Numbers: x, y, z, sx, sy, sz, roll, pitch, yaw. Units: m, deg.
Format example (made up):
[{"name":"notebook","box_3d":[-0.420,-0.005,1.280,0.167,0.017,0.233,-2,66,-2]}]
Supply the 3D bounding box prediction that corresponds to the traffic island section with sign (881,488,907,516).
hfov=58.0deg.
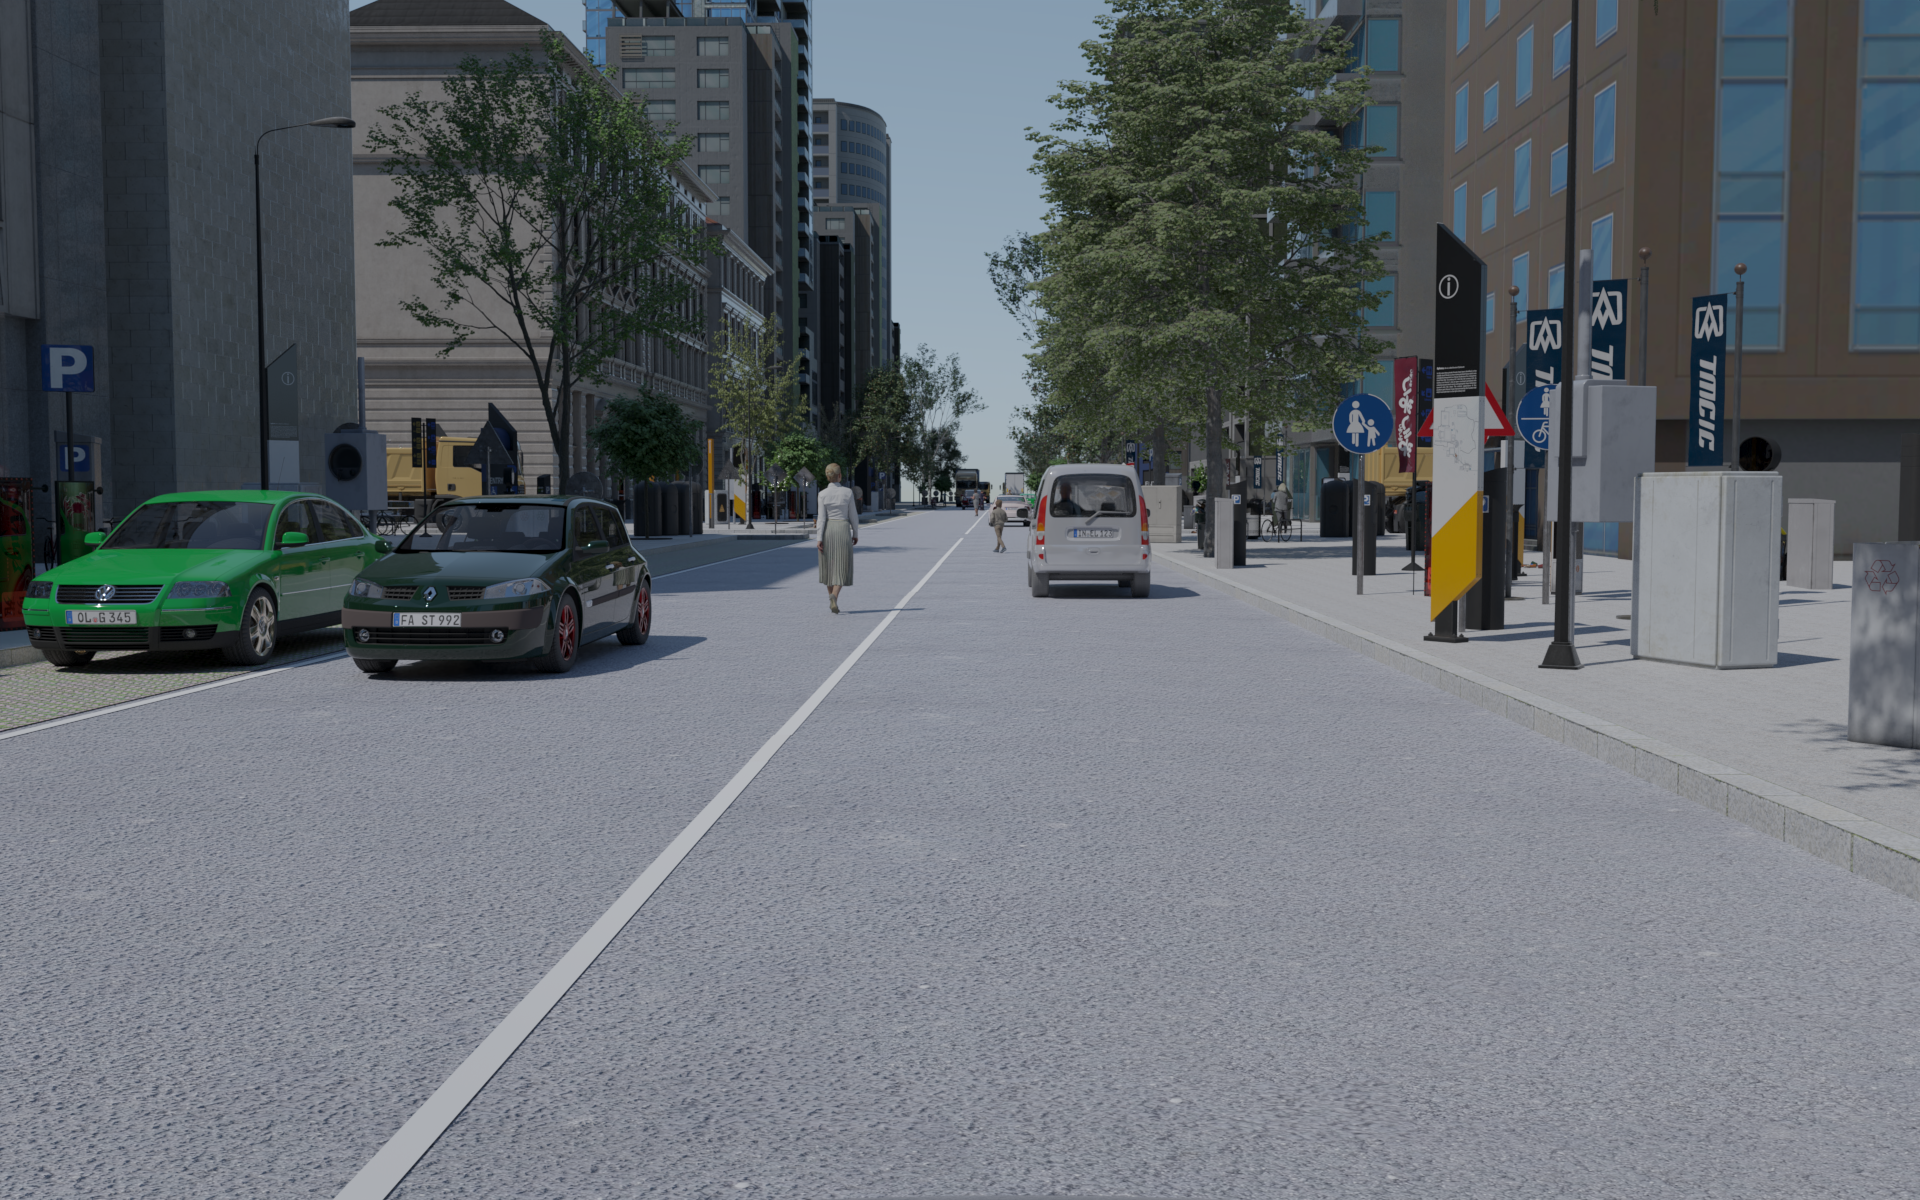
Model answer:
[{"name":"traffic island section with sign","box_3d":[-4.472,-6.383,112.989,1.989,1.847,2.006,0,4,1]}]

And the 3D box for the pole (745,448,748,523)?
[{"name":"pole","box_3d":[-9.591,-5.109,77.379,0.158,3.312,0.155,0,3,0]}]

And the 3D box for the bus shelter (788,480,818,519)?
[{"name":"bus shelter","box_3d":[-8.058,-5.995,91.934,2.014,3.302,5.546,0,4,1]}]

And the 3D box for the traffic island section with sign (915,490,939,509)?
[{"name":"traffic island section with sign","box_3d":[-3.236,-9.430,162.804,1.989,1.847,2.006,0,4,1]}]

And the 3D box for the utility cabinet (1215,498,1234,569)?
[{"name":"utility cabinet","box_3d":[4.604,-1.161,30.142,0.306,1.237,1.020,0,4,6]}]

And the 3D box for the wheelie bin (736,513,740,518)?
[{"name":"wheelie bin","box_3d":[-11.659,-5.145,92.029,0.980,1.594,0.693,0,4,-2]}]

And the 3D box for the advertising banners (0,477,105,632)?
[{"name":"advertising banners","box_3d":[-8.872,-1.225,16.212,0.090,3.025,2.074,1,4,19]}]

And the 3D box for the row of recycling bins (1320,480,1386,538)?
[{"name":"row of recycling bins","box_3d":[11.952,-2.771,52.425,1.069,1.692,3.534,3,4,37]}]

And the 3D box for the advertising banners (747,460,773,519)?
[{"name":"advertising banners","box_3d":[-10.308,-5.613,87.955,2.074,3.025,0.090,1,4,22]}]

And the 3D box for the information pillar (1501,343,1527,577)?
[{"name":"information pillar","box_3d":[8.579,-2.170,26.827,0.504,3.616,0.183,-2,4,-32]}]

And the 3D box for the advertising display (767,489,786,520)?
[{"name":"advertising display","box_3d":[-9.251,-5.016,87.228,0.974,1.923,0.123,0,4,0]}]

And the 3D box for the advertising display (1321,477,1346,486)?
[{"name":"advertising display","box_3d":[14.364,-3.757,66.640,0.974,1.923,0.123,-1,4,-13]}]

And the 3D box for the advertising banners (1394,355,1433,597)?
[{"name":"advertising banners","box_3d":[5.928,-1.542,21.407,0.090,3.025,2.074,-1,4,-19]}]

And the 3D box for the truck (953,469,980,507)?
[{"name":"truck","box_3d":[0.836,-12.467,192.753,2.839,4.237,11.283,0,4,2]}]

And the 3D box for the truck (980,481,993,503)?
[{"name":"truck","box_3d":[3.353,-16.607,267.449,3.469,3.379,9.791,0,4,2]}]

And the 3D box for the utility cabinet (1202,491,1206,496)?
[{"name":"utility cabinet","box_3d":[16.555,-6.623,116.967,0.318,1.500,1.173,0,4,-3]}]

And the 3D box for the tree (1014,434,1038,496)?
[{"name":"tree","box_3d":[11.998,-21.103,270.782,9.928,11.665,9.643,0,3,0]}]

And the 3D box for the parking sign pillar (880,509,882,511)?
[{"name":"parking sign pillar","box_3d":[-6.497,-8.547,128.210,1.447,3.967,1.447,0,4,-7]}]

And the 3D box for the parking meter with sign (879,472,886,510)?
[{"name":"parking meter with sign","box_3d":[-6.276,-8.657,137.807,0.543,3.016,1.738,0,4,3]}]

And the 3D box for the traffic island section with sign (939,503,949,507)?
[{"name":"traffic island section with sign","box_3d":[-2.559,-11.101,190.121,1.989,1.847,2.006,0,4,1]}]

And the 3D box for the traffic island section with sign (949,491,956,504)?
[{"name":"traffic island section with sign","box_3d":[-1.205,-14.462,245.074,1.989,1.847,2.006,0,4,1]}]

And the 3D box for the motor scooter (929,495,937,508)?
[{"name":"motor scooter","box_3d":[-2.718,-9.962,175.650,0.815,1.314,1.986,0,4,3]}]

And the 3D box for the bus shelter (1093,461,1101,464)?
[{"name":"bus shelter","box_3d":[7.382,-6.521,100.546,2.014,3.302,5.546,0,4,2]}]

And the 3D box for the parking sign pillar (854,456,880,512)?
[{"name":"parking sign pillar","box_3d":[-6.874,-8.193,122.431,1.447,3.967,1.447,3,5,42]}]

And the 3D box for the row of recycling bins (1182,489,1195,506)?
[{"name":"row of recycling bins","box_3d":[15.353,-7.165,124.255,3.534,1.692,1.069,-1,4,-15]}]

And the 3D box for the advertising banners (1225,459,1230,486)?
[{"name":"advertising banners","box_3d":[13.669,-5.505,86.201,0.090,3.025,2.074,3,4,36]}]

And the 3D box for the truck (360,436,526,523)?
[{"name":"truck","box_3d":[-19.003,-3.857,58.979,9.791,3.379,3.469,0,4,2]}]

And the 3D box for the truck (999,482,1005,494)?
[{"name":"truck","box_3d":[8.227,-17.498,282.014,3.469,3.379,9.791,0,3,0]}]

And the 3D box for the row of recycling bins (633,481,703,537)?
[{"name":"row of recycling bins","box_3d":[-9.014,-2.862,53.908,1.069,1.692,3.534,1,4,19]}]

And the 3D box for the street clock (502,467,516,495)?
[{"name":"street clock","box_3d":[-12.138,-2.574,46.650,0.358,2.002,0.471,0,4,-5]}]

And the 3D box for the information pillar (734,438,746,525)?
[{"name":"information pillar","box_3d":[-9.194,-4.955,72.374,0.504,3.616,0.183,0,4,-6]}]

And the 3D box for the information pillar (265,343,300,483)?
[{"name":"information pillar","box_3d":[-10.467,-2.169,26.822,0.183,3.616,0.504,3,5,44]}]

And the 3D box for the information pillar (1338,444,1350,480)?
[{"name":"information pillar","box_3d":[15.131,-4.702,68.224,0.504,3.616,0.183,-1,4,-19]}]

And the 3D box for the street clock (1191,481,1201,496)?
[{"name":"street clock","box_3d":[12.758,-5.449,93.659,0.471,2.002,0.358,-1,4,-12]}]

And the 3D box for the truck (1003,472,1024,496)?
[{"name":"truck","box_3d":[7.132,-14.637,228.226,2.839,4.237,11.283,0,4,1]}]

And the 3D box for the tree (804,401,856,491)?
[{"name":"tree","box_3d":[-10.334,-11.390,136.595,4.360,8.622,3.978,0,3,0]}]

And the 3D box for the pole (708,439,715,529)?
[{"name":"pole","box_3d":[-9.219,-4.303,64.194,0.158,3.312,0.155,0,3,0]}]

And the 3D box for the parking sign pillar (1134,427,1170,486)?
[{"name":"parking sign pillar","box_3d":[7.338,-4.763,66.340,1.447,3.967,1.447,2,4,26]}]

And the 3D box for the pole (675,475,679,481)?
[{"name":"pole","box_3d":[-14.645,-5.862,89.692,0.158,3.312,0.155,0,3,0]}]

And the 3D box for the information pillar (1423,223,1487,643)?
[{"name":"information pillar","box_3d":[4.273,-1.439,14.883,0.183,3.616,0.504,-3,4,-36]}]

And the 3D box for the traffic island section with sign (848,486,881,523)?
[{"name":"traffic island section with sign","box_3d":[-5.135,-4.735,86.042,1.989,1.847,2.006,0,4,1]}]

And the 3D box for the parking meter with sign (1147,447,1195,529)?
[{"name":"parking meter with sign","box_3d":[7.744,-4.105,63.383,1.738,3.016,0.543,1,4,22]}]

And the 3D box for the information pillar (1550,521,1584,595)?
[{"name":"information pillar","box_3d":[7.722,-1.071,21.998,0.304,2.012,0.304,3,5,45]}]

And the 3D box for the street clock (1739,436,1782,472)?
[{"name":"street clock","box_3d":[10.011,-1.051,21.753,0.358,2.002,0.471,-3,5,-40]}]

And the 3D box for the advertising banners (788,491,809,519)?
[{"name":"advertising banners","box_3d":[-8.532,-5.634,88.310,0.090,3.025,2.074,3,5,44]}]

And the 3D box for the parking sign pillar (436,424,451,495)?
[{"name":"parking sign pillar","box_3d":[-19.648,-4.725,65.718,1.447,3.967,1.447,-3,5,-42]}]

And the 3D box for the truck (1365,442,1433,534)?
[{"name":"truck","box_3d":[18.758,-3.831,58.566,9.791,3.379,3.469,0,4,1]}]

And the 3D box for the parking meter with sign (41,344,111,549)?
[{"name":"parking meter with sign","box_3d":[-10.698,-1.519,21.093,0.543,3.016,1.738,-1,4,-19]}]

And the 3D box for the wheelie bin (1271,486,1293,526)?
[{"name":"wheelie bin","box_3d":[12.941,-3.787,69.830,0.980,1.594,0.693,-3,5,-41]}]

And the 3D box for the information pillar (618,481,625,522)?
[{"name":"information pillar","box_3d":[-15.512,-4.582,79.409,0.304,2.012,0.304,0,4,-6]}]

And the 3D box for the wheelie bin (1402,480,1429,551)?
[{"name":"wheelie bin","box_3d":[10.450,-1.914,39.207,0.693,1.594,0.980,-1,4,-18]}]

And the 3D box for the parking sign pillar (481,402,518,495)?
[{"name":"parking sign pillar","box_3d":[-13.436,-3.795,50.526,1.447,3.967,1.447,3,5,43]}]

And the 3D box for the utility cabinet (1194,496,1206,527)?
[{"name":"utility cabinet","box_3d":[9.509,-3.490,68.231,0.306,1.237,1.020,-1,4,-14]}]

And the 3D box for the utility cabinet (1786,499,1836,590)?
[{"name":"utility cabinet","box_3d":[11.655,-0.768,23.725,0.306,1.237,1.020,1,4,8]}]

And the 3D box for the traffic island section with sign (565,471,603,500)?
[{"name":"traffic island section with sign","box_3d":[-6.522,-1.290,29.724,1.989,1.847,2.006,0,4,1]}]

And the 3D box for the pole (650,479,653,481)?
[{"name":"pole","box_3d":[-11.700,-4.400,65.784,0.158,3.312,0.155,0,3,0]}]

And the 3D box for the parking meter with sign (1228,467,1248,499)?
[{"name":"parking meter with sign","box_3d":[17.435,-6.983,110.425,1.738,3.016,0.543,1,4,10]}]

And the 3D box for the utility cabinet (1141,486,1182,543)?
[{"name":"utility cabinet","box_3d":[5.222,-2.247,45.413,1.173,1.500,0.318,3,4,36]}]

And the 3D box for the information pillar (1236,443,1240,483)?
[{"name":"information pillar","box_3d":[12.689,-5.370,79.150,0.183,3.616,0.504,0,4,-5]}]
